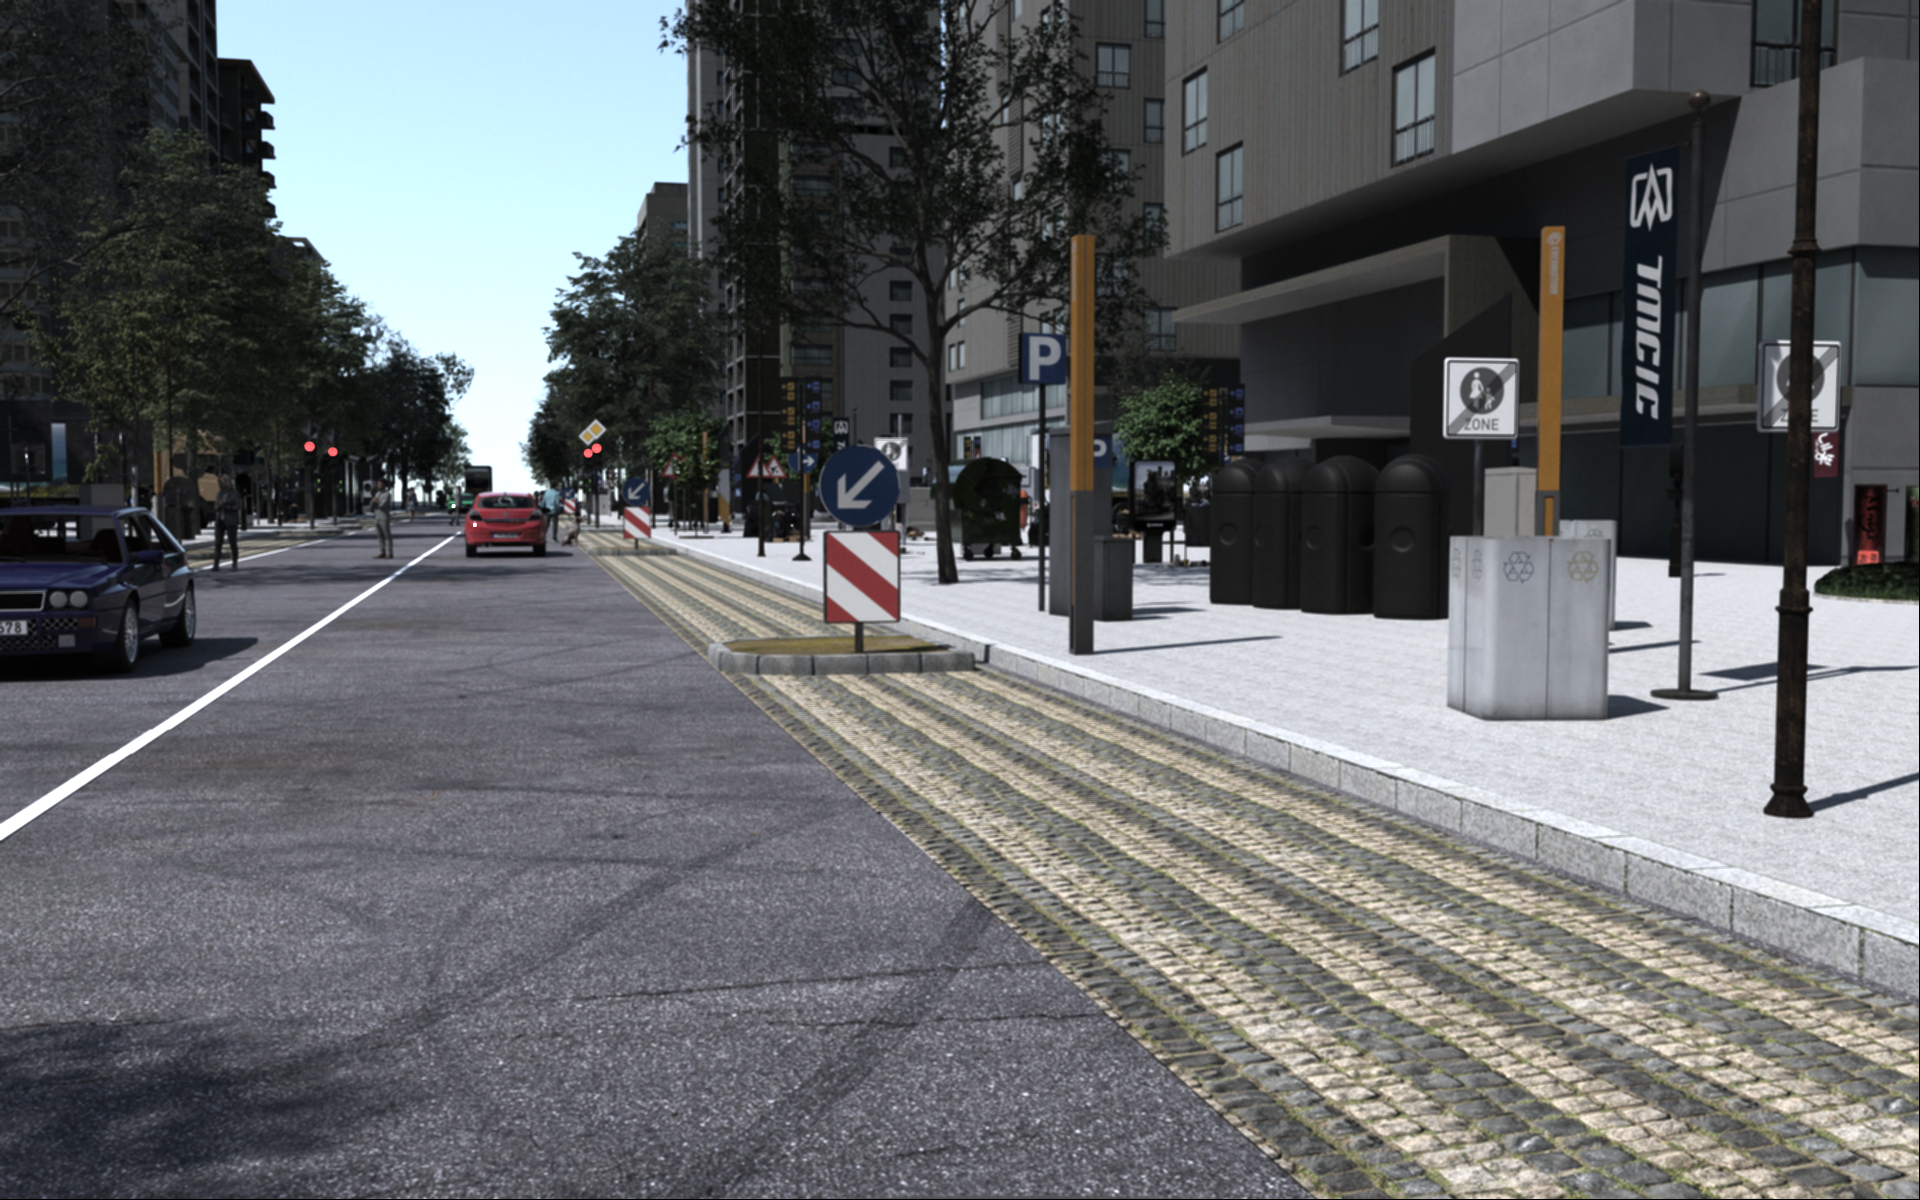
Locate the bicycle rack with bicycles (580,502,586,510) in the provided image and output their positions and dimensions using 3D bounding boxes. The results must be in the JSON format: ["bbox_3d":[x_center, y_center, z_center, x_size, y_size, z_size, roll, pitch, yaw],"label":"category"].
[{"bbox_3d":[-29.397,-7.724,139.674,2.925,0.926,2.852,-3,5,-40],"label":"bicycle rack with bicycles"}]

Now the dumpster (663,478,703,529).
[{"bbox_3d":[-10.254,-3.810,64.787,1.502,2.255,1.985,-1,4,-14],"label":"dumpster"}]

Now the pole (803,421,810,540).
[{"bbox_3d":[-4.280,-3.324,48.195,0.158,3.312,0.155,0,3,0],"label":"pole"}]

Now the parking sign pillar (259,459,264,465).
[{"bbox_3d":[-52.980,-8.694,130.615,1.447,3.967,1.447,1,4,9],"label":"parking sign pillar"}]

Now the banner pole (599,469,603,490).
[{"bbox_3d":[-25.361,-8.060,121.802,0.863,3.779,0.401,3,4,37],"label":"banner pole"}]

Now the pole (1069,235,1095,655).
[{"bbox_3d":[0.971,-1.219,13.779,0.158,3.312,0.155,0,3,0],"label":"pole"}]

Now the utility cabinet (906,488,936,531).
[{"bbox_3d":[-1.319,-3.069,58.853,1.173,1.500,0.318,-1,4,-23],"label":"utility cabinet"}]

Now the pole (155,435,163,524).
[{"bbox_3d":[-27.697,-4.039,59.881,0.158,3.312,0.155,0,3,0],"label":"pole"}]

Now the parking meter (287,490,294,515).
[{"bbox_3d":[-37.953,-5.490,98.166,0.372,1.533,0.369,0,3,0],"label":"parking meter"}]

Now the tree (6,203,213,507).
[{"bbox_3d":[-20.915,-5.677,43.189,4.737,8.622,4.395,0,3,0],"label":"tree"}]

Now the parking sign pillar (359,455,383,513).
[{"bbox_3d":[-40.647,-7.988,119.074,1.447,3.967,1.447,-1,4,-18],"label":"parking sign pillar"}]

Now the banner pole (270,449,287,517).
[{"bbox_3d":[-37.482,-6.410,94.827,0.401,3.779,0.863,1,4,16],"label":"banner pole"}]

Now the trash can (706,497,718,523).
[{"bbox_3d":[-10.914,-3.935,75.998,0.748,1.137,0.748,0,3,0],"label":"trash can"}]

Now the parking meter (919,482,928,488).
[{"bbox_3d":[-1.826,-4.922,86.178,0.399,1.863,0.255,2,4,32],"label":"parking meter"}]

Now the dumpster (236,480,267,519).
[{"bbox_3d":[-36.410,-5.277,88.770,1.502,2.255,1.985,-1,4,-14],"label":"dumpster"}]

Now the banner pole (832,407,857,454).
[{"bbox_3d":[-3.240,-3.647,49.653,0.863,3.779,0.401,0,4,2],"label":"banner pole"}]

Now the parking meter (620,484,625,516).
[{"bbox_3d":[-19.877,-5.878,101.815,0.255,1.863,0.399,1,4,14],"label":"parking meter"}]

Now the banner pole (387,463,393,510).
[{"bbox_3d":[-45.944,-9.157,139.730,0.401,3.779,0.863,1,4,19],"label":"banner pole"}]

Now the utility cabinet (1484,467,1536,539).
[{"bbox_3d":[4.692,-0.361,14.578,0.318,1.500,1.173,0,4,5],"label":"utility cabinet"}]

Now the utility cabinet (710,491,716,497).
[{"bbox_3d":[-18.004,-7.192,126.267,1.173,1.500,0.318,-1,4,-16],"label":"utility cabinet"}]

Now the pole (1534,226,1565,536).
[{"bbox_3d":[4.535,-1.193,13.342,0.158,3.312,0.155,0,3,0],"label":"pole"}]

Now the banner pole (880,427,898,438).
[{"bbox_3d":[-2.569,-4.551,64.420,0.863,3.779,0.401,0,4,7],"label":"banner pole"}]

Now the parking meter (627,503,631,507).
[{"bbox_3d":[-21.926,-6.522,115.042,0.372,1.533,0.369,0,3,0],"label":"parking meter"}]

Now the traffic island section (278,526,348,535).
[{"bbox_3d":[-23.328,-2.450,62.332,2.009,0.180,2.903,-1,4,-14],"label":"traffic island section"}]

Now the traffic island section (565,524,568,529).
[{"bbox_3d":[-15.519,-3.075,72.550,2.009,0.180,2.903,-1,4,-14],"label":"traffic island section"}]

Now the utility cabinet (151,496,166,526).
[{"bbox_3d":[-28.583,-3.083,61.571,1.020,1.237,0.306,3,5,40],"label":"utility cabinet"}]

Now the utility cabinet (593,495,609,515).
[{"bbox_3d":[-21.798,-5.759,105.329,1.020,1.237,0.306,0,4,3],"label":"utility cabinet"}]

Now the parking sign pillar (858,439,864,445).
[{"bbox_3d":[-4.522,-5.957,85.874,1.447,3.967,1.447,2,4,32],"label":"parking sign pillar"}]

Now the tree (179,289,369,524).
[{"bbox_3d":[-29.743,-8.581,74.711,8.767,10.594,7.601,-1,4,-10],"label":"tree"}]

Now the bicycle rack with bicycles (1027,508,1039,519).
[{"bbox_3d":[3.809,-4.046,79.536,2.925,0.926,2.852,-3,4,-38],"label":"bicycle rack with bicycles"}]

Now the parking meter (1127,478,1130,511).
[{"bbox_3d":[5.373,-2.920,53.451,0.255,1.863,0.399,-2,4,-32],"label":"parking meter"}]

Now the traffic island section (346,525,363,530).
[{"bbox_3d":[-25.300,-2.923,70.070,2.009,0.180,2.903,-1,4,-14],"label":"traffic island section"}]

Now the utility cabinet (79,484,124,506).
[{"bbox_3d":[-19.308,-1.853,38.973,0.318,1.500,1.173,1,4,8],"label":"utility cabinet"}]

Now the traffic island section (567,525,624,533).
[{"bbox_3d":[-13.547,-2.601,64.811,2.009,0.180,2.903,-1,4,-14],"label":"traffic island section"}]

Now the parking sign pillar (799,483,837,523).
[{"bbox_3d":[-6.238,-5.465,77.831,1.447,3.967,1.447,-1,4,-20],"label":"parking sign pillar"}]

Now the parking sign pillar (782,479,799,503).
[{"bbox_3d":[-10.204,-7.189,106.019,1.447,3.967,1.447,0,4,7],"label":"parking sign pillar"}]

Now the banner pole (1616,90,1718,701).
[{"bbox_3d":[4.498,-1.287,11.053,0.401,3.779,0.863,-1,4,-21],"label":"banner pole"}]

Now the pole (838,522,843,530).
[{"bbox_3d":[-4.292,-4.175,62.097,0.158,3.312,0.155,0,3,0],"label":"pole"}]

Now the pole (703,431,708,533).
[{"bbox_3d":[-8.301,-3.831,56.486,0.158,3.312,0.155,0,3,0],"label":"pole"}]

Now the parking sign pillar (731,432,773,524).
[{"bbox_3d":[-9.070,-5.236,74.074,1.447,3.967,1.447,2,4,34],"label":"parking sign pillar"}]

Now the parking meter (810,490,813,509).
[{"bbox_3d":[-9.785,-6.520,115.020,0.372,1.533,0.369,0,3,0],"label":"parking meter"}]

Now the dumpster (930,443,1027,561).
[{"bbox_3d":[0.362,-1.917,33.841,1.502,2.255,1.985,-1,4,-14],"label":"dumpster"}]

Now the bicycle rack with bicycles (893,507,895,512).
[{"bbox_3d":[-4.068,-5.013,95.351,2.852,0.926,2.925,1,4,10],"label":"bicycle rack with bicycles"}]

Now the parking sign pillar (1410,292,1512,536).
[{"bbox_3d":[6.840,-2.153,23.668,1.447,3.967,1.447,2,4,25],"label":"parking sign pillar"}]

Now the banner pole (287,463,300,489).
[{"bbox_3d":[-43.671,-7.567,113.739,0.863,3.779,0.401,1,4,21],"label":"banner pole"}]

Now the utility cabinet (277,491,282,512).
[{"bbox_3d":[-53.334,-7.781,135.892,1.173,1.500,0.318,-2,4,-34],"label":"utility cabinet"}]

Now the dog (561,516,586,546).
[{"bbox_3d":[-10.782,-1.892,47.772,0.800,0.831,0.513,2,4,32],"label":"dog"}]

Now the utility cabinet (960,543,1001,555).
[{"bbox_3d":[0.448,-1.552,36.544,0.306,1.237,1.020,3,5,42],"label":"utility cabinet"}]

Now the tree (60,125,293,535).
[{"bbox_3d":[-24.096,-8.331,54.346,7.486,12.596,7.792,0,3,0],"label":"tree"}]

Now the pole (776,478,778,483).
[{"bbox_3d":[-10.798,-6.626,102.184,0.158,3.312,0.155,0,3,0],"label":"pole"}]

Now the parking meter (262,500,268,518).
[{"bbox_3d":[-38.633,-5.532,96.165,0.399,1.863,0.255,1,4,13],"label":"parking meter"}]

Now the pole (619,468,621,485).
[{"bbox_3d":[-23.835,-7.790,121.217,0.158,3.312,0.155,0,3,0],"label":"pole"}]

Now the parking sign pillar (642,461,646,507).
[{"bbox_3d":[-21.660,-7.970,118.774,1.447,3.967,1.447,0,4,5],"label":"parking sign pillar"}]

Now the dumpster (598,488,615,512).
[{"bbox_3d":[-25.941,-7.422,127.111,1.264,1.857,1.865,-1,4,-14],"label":"dumpster"}]

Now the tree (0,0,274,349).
[{"bbox_3d":[-16.552,-7.099,26.442,12.009,13.543,11.850,0,3,0],"label":"tree"}]

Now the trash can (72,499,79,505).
[{"bbox_3d":[-23.569,-2.152,46.832,0.748,1.137,0.748,0,3,0],"label":"trash can"}]

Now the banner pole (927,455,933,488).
[{"bbox_3d":[-1.947,-7.428,111.469,0.401,3.779,0.863,2,4,30],"label":"banner pole"}]
